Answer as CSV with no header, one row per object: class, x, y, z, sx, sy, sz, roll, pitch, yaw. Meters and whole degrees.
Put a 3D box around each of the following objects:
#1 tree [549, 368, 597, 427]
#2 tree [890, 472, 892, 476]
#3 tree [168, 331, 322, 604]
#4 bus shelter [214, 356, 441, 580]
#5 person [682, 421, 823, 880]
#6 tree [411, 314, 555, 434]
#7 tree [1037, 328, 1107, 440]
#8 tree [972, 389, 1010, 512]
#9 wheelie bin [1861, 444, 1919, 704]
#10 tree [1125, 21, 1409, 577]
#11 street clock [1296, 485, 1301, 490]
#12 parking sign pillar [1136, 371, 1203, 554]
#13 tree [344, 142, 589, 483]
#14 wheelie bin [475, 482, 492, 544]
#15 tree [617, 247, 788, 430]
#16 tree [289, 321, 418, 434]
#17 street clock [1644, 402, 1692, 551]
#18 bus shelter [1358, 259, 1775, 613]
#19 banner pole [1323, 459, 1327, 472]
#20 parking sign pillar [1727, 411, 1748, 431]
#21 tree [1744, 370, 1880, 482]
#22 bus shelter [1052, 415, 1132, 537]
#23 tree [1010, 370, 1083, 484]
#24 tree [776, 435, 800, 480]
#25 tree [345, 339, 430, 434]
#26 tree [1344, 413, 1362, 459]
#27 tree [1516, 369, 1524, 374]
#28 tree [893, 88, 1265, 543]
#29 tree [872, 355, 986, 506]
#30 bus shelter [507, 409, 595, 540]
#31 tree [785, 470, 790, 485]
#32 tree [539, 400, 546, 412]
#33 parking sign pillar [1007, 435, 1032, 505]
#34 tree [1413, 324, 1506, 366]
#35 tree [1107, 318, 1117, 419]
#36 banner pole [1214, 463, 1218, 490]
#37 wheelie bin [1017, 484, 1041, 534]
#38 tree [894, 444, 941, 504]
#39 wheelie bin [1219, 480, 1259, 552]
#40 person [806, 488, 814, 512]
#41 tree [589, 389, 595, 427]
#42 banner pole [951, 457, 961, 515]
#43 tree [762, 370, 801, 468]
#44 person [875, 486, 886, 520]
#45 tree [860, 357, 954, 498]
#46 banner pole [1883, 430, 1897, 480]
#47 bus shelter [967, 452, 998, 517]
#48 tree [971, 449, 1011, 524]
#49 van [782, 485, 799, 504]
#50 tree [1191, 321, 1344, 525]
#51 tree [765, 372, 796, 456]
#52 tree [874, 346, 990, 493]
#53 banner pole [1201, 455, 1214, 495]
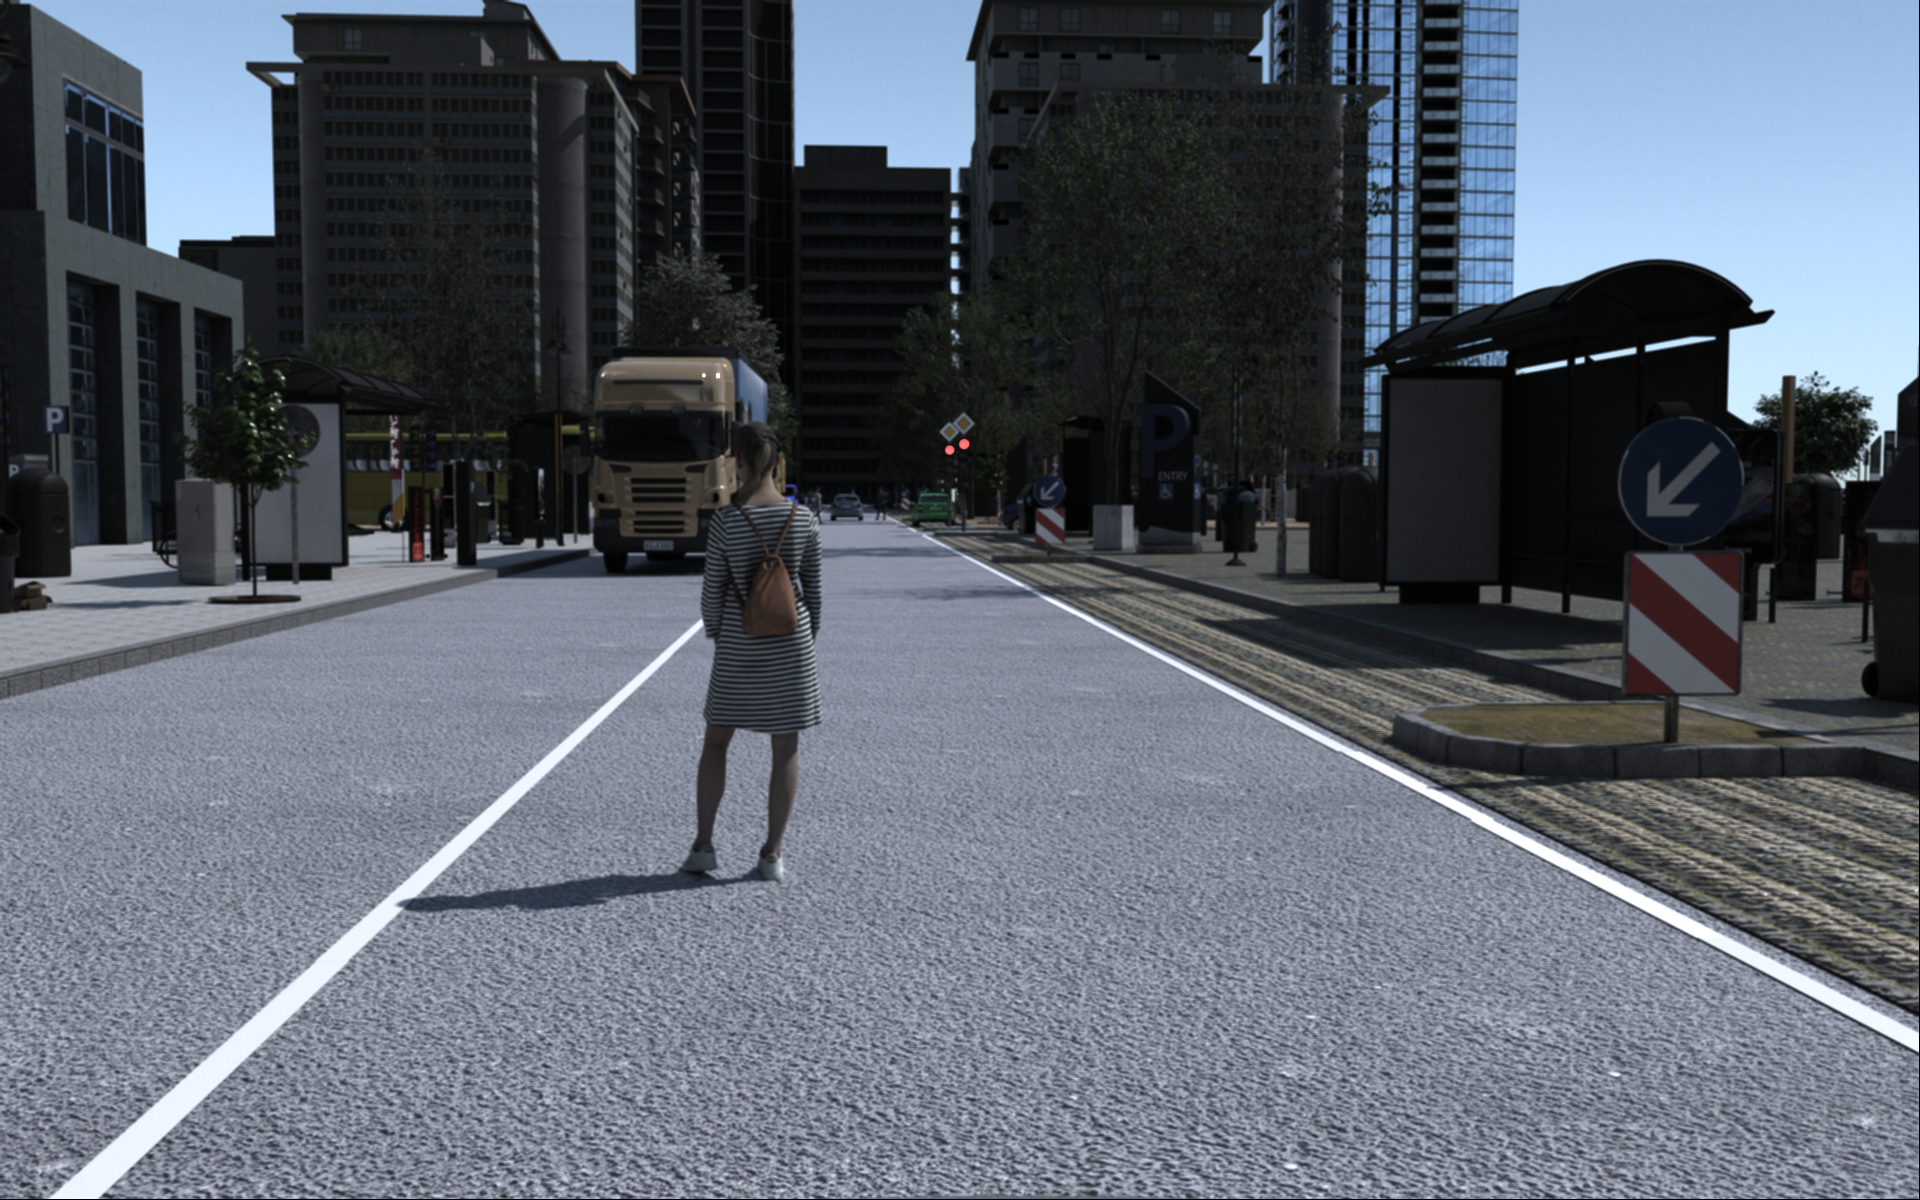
tree,-21.034,-9.257,101.715,4.737,8.622,4.395,0,3,0
tree,-7.817,-16.345,217.610,4.737,8.622,4.395,0,3,0
tree,-8.350,-1.596,20.695,1.663,3.219,1.824,0,3,0
bus shelter,-10.088,-2.096,28.187,2.014,3.302,5.546,0,4,-4
person,-0.751,0.185,6.478,0.512,1.701,0.522,-2,4,-23
tree,-23.931,-9.384,87.842,7.601,10.594,8.767,0,4,-2
tree,5.645,-7.410,71.509,4.360,8.622,3.978,0,3,0
tree,2.688,-10.452,121.258,4.737,8.622,4.395,0,3,0
wheelie bin,6.047,-0.171,10.697,0.693,1.594,0.980,-1,4,-21
tree,4.749,-4.666,26.654,4.360,8.622,3.978,0,3,0
street clock,25.808,-7.791,131.956,0.471,2.002,0.358,1,4,13
parking sign pillar,4.544,-2.997,37.477,1.447,3.967,1.447,2,4,32
tree,-10.578,-5.260,36.356,4.360,8.622,3.978,0,3,0
wheelie bin,-12.641,-2.267,44.968,0.693,1.594,0.980,2,4,25
tree,-13.075,-11.168,89.259,9.857,13.997,8.962,0,3,0
tree,-36.440,-10.857,103.270,9.928,11.665,9.643,0,3,0
street clock,5.579,-0.558,13.687,0.358,2.002,0.471,0,4,3
bus shelter,5.858,-1.456,17.733,2.014,3.302,5.546,0,4,-4
banner pole,23.396,-7.335,109.947,0.863,3.779,0.401,-2,4,-25
parking sign pillar,22.731,-3.814,50.823,1.447,3.967,1.447,3,5,39
tree,22.580,-3.813,46.057,4.285,4.588,4.351,0,3,0
bus shelter,4.115,-3.862,54.423,1.731,3.624,6.357,0,4,-4
tree,5.460,-9.340,103.067,4.737,8.622,4.395,0,3,0
tree,-20.837,-15.372,201.686,4.360,8.622,3.978,0,3,0
tree,-26.791,-7.971,80.682,4.737,8.622,4.395,0,3,0
tree,23.816,-9.956,113.150,4.737,8.622,4.395,0,3,0
tree,26.296,-8.370,87.218,4.737,8.622,4.395,0,3,0
tree,4.011,-7.286,44.881,9.928,11.665,9.643,0,3,0
tree,-1.717,-10.834,111.553,7.601,10.594,8.767,1,4,19
bus shelter,-11.923,-3.662,51.153,1.731,3.624,6.357,0,4,-4
tree,-20.059,-12.483,187.816,4.285,4.588,4.351,0,3,0
tree,-29.780,-10.735,125.878,4.737,8.622,4.395,0,3,0
parking sign pillar,2.736,-5.580,79.706,1.447,3.967,1.447,-3,5,-42
tree,20.104,-7.497,72.933,4.737,8.622,4.395,0,3,0
tree,7.384,-6.452,55.848,4.360,8.622,3.978,0,3,0
banner pole,17.853,-8.080,122.126,0.863,3.779,0.401,-1,4,-22
wheelie bin,2.262,-2.975,56.549,0.693,1.594,0.980,-1,4,-19
tree,-2.861,-11.783,143.012,4.737,8.622,4.395,0,3,0
wheelie bin,6.171,-1.854,38.219,0.980,1.594,0.693,3,5,44
person,-10.439,-6.844,120.197,0.655,1.846,0.447,-1,4,-12
tree,-21.955,-8.919,96.195,4.360,8.622,3.978,0,3,0
banner pole,-0.169,-6.977,104.096,0.863,3.779,0.401,1,4,19
tree,-18.227,-14.571,156.368,7.486,12.596,7.792,0,3,0
person,-4.359,-5.302,94.966,0.659,1.850,0.755,-3,4,-39
tree,-3.898,-14.974,155.199,12.009,13.543,11.850,0,3,0
banner pole,32.301,-4.280,59.993,0.401,3.779,0.863,-1,4,-19
bus shelter,1.095,-6.568,98.669,1.731,3.624,6.357,0,4,-4
tree,1.377,-4.922,75.082,1.663,3.219,1.824,0,3,0
van,-11.337,-6.483,110.386,2.240,2.365,5.245,0,4,-3
tree,12.286,-7.378,70.996,4.737,8.622,4.395,0,3,0
tree,-17.445,-13.222,141.935,9.928,11.665,9.643,0,3,0
tree,-2.111,-13.233,133.374,9.611,12.733,9.660,0,3,0
banner pole,15.707,-7.439,111.641,0.863,3.779,0.401,-2,4,-29
